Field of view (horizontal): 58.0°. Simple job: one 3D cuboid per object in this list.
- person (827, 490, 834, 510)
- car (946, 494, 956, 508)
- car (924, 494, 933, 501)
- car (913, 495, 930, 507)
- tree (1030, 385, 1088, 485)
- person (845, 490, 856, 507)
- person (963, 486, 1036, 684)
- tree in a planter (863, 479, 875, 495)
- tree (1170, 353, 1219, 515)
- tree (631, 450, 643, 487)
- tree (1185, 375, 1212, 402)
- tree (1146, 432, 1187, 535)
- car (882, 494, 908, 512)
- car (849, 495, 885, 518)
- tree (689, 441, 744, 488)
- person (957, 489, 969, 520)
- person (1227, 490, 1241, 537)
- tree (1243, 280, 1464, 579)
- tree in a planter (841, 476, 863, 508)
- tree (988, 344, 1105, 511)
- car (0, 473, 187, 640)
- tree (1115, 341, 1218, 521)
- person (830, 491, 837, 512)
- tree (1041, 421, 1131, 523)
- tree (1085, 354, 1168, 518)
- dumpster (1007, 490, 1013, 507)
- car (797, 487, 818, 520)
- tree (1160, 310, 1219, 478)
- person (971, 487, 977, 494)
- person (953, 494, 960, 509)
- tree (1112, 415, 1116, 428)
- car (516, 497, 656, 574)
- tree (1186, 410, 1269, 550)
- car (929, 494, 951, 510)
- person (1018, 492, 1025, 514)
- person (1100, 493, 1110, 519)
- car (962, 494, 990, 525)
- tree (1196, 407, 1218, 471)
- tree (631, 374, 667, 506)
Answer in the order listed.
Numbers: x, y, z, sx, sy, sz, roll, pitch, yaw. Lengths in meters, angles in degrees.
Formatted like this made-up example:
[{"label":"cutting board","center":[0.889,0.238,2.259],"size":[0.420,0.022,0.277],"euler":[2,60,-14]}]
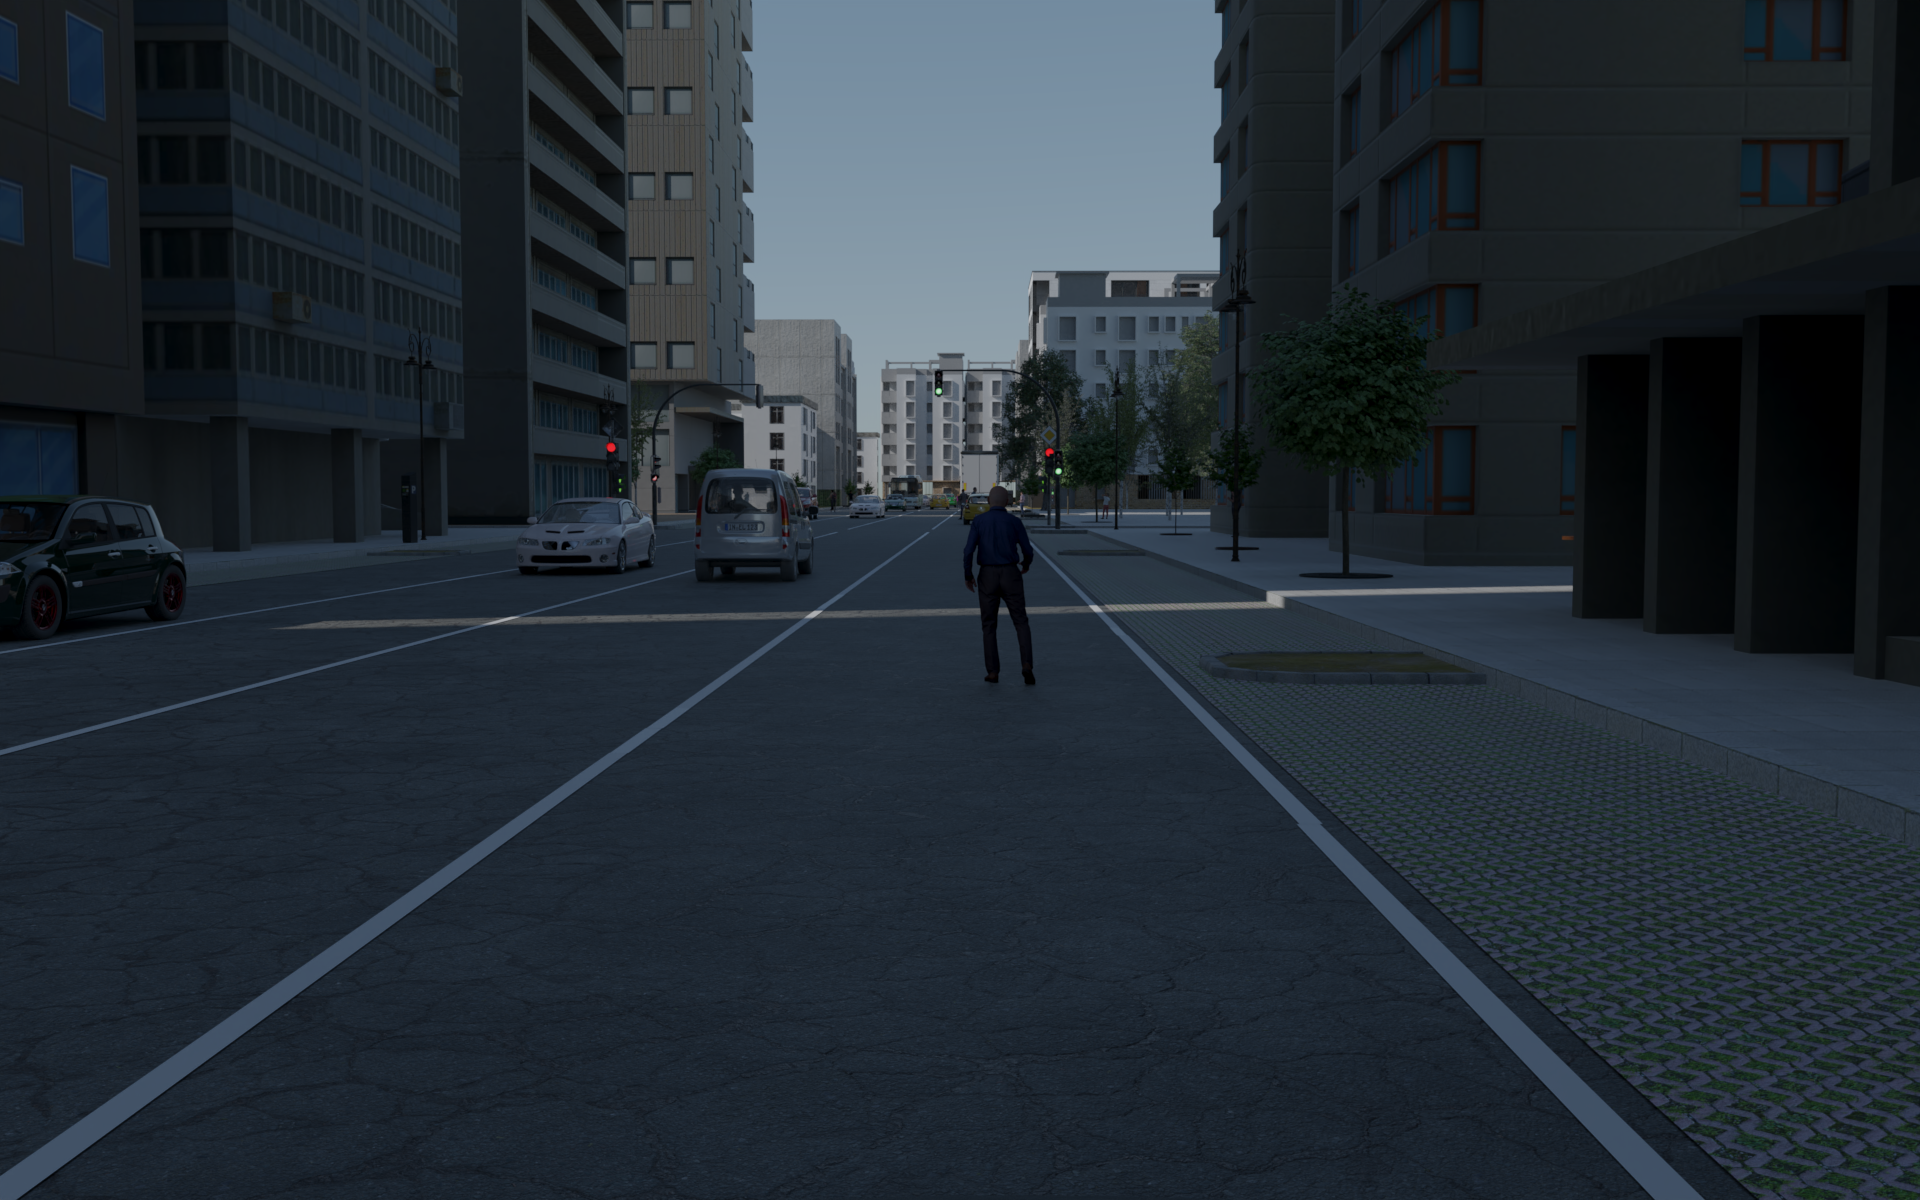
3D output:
[{"label":"person","center":[-11.379,-8.884,153.758],"size":[0.705,1.823,1.348],"euler":[2,4,27]},{"label":"car","center":[-1.253,-10.537,181.082],"size":[1.959,1.807,4.718],"euler":[0,3,0]},{"label":"car","center":[-4.010,-12.929,221.606],"size":[2.015,1.641,3.980],"euler":[0,4,1]},{"label":"car","center":[-4.448,-11.407,198.867],"size":[2.083,1.381,4.827],"euler":[0,4,2]},{"label":"tree","center":[6.684,-10.237,117.736],"size":[4.360,8.622,3.978],"euler":[0,3,0]},{"label":"person","center":[-10.209,-9.408,162.328],"size":[1.348,1.822,0.705],"euler":[1,4,20]},{"label":"person","center":[0.374,-0.124,13.217],"size":[0.574,1.496,0.600],"euler":[2,4,24]},{"label":"tree in a planter","center":[-10.662,-12.437,200.574],"size":[1.991,3.239,1.994],"euler":[0,4,1]},{"label":"tree","center":[13.823,-8.627,91.408],"size":[4.737,8.622,4.395],"euler":[0,3,0]},{"label":"tree","center":[-20.113,-7.141,100.468],"size":[4.285,4.588,4.351],"euler":[0,3,0]},{"label":"tree","center":[21.384,-13.193,141.454],"size":[9.928,11.665,9.643],"euler":[0,3,0]},{"label":"tree","center":[6.612,-3.633,54.001],"size":[1.663,3.219,1.824],"euler":[0,3,0]},{"label":"car","center":[-5.362,-8.003,142.654],"size":[2.131,1.459,4.920],"euler":[0,4,0]},{"label":"car","center":[-5.529,-5.585,103.680],"size":[2.083,1.381,4.827],"euler":[0,4,3]},{"label":"tree","center":[-14.906,-7.507,106.454],"size":[4.285,4.588,4.351],"euler":[0,3,0]},{"label":"person","center":[0.163,-5.379,97.271],"size":[0.655,1.722,0.431],"euler":[-1,4,-22]},{"label":"person","center":[8.160,-2.696,51.588],"size":[0.415,1.643,0.593],"euler":[0,4,-6]},{"label":"tree","center":[6.080,-2.635,26.803],"size":[4.285,4.588,4.351],"euler":[0,3,0]},{"label":"tree in a planter","center":[-11.008,-10.762,173.181],"size":[1.991,3.239,1.994],"euler":[0,4,1]},{"label":"tree","center":[6.705,-13.199,132.814],"size":[9.611,12.733,9.660],"euler":[0,3,0]},{"label":"car","center":[-9.798,-0.518,18.259],"size":[2.009,1.686,4.222],"euler":[0,4,2]},{"label":"tree","center":[10.419,-8.159,83.763],"size":[4.360,8.622,3.978],"euler":[0,3,0]},{"label":"person","center":[-9.967,-7.738,136.480],"size":[0.415,1.643,0.593],"euler":[3,5,42]},{"label":"tree","center":[6.233,-5.788,78.340],"size":[4.285,4.588,4.351],"euler":[0,3,0]},{"label":"tree","center":[8.515,-8.625,91.376],"size":[4.737,8.622,4.395],"euler":[0,3,0]},{"label":"dumpster","center":[4.878,-10.955,187.334],"size":[1.865,1.857,1.264],"euler":[0,4,-1]},{"label":"car","center":[-9.159,-5.443,97.661],"size":[2.281,1.827,5.304],"euler":[0,4,0]},{"label":"tree","center":[18.164,-12.939,118.210],"size":[9.857,13.997,8.962],"euler":[0,3,0]},{"label":"person","center":[0.780,-5.134,92.574],"size":[0.434,1.807,0.598],"euler":[2,4,26]},{"label":"person","center":[-0.162,-9.748,171.108],"size":[0.991,1.433,0.599],"euler":[0,4,-3]},{"label":"tree","center":[13.849,-11.820,143.619],"size":[4.360,8.622,3.978],"euler":[0,3,0]},{"label":"car","center":[-6.946,-1.233,32.528],"size":[2.083,1.381,4.827],"euler":[0,4,1]},{"label":"tree","center":[6.262,-2.775,39.977],"size":[1.663,3.219,1.824],"euler":[0,3,0]},{"label":"car","center":[-1.872,-9.209,160.789],"size":[2.015,1.641,3.980],"euler":[0,4,2]},{"label":"person","center":[3.994,-6.200,111.835],"size":[0.435,1.587,0.963],"euler":[1,4,18]},{"label":"person","center":[7.460,-4.830,88.924],"size":[0.435,1.345,0.340],"euler":[-2,4,-31]},{"label":"car","center":[1.057,-4.391,82.010],"size":[2.015,1.641,3.980],"euler":[0,4,3]},{"label":"tree","center":[21.995,-13.115,131.432],"size":[9.611,12.733,9.660],"euler":[0,3,0]},{"label":"tree","center":[-20.014,-9.487,105.480],"size":[4.737,8.622,4.395],"euler":[0,3,0]}]
